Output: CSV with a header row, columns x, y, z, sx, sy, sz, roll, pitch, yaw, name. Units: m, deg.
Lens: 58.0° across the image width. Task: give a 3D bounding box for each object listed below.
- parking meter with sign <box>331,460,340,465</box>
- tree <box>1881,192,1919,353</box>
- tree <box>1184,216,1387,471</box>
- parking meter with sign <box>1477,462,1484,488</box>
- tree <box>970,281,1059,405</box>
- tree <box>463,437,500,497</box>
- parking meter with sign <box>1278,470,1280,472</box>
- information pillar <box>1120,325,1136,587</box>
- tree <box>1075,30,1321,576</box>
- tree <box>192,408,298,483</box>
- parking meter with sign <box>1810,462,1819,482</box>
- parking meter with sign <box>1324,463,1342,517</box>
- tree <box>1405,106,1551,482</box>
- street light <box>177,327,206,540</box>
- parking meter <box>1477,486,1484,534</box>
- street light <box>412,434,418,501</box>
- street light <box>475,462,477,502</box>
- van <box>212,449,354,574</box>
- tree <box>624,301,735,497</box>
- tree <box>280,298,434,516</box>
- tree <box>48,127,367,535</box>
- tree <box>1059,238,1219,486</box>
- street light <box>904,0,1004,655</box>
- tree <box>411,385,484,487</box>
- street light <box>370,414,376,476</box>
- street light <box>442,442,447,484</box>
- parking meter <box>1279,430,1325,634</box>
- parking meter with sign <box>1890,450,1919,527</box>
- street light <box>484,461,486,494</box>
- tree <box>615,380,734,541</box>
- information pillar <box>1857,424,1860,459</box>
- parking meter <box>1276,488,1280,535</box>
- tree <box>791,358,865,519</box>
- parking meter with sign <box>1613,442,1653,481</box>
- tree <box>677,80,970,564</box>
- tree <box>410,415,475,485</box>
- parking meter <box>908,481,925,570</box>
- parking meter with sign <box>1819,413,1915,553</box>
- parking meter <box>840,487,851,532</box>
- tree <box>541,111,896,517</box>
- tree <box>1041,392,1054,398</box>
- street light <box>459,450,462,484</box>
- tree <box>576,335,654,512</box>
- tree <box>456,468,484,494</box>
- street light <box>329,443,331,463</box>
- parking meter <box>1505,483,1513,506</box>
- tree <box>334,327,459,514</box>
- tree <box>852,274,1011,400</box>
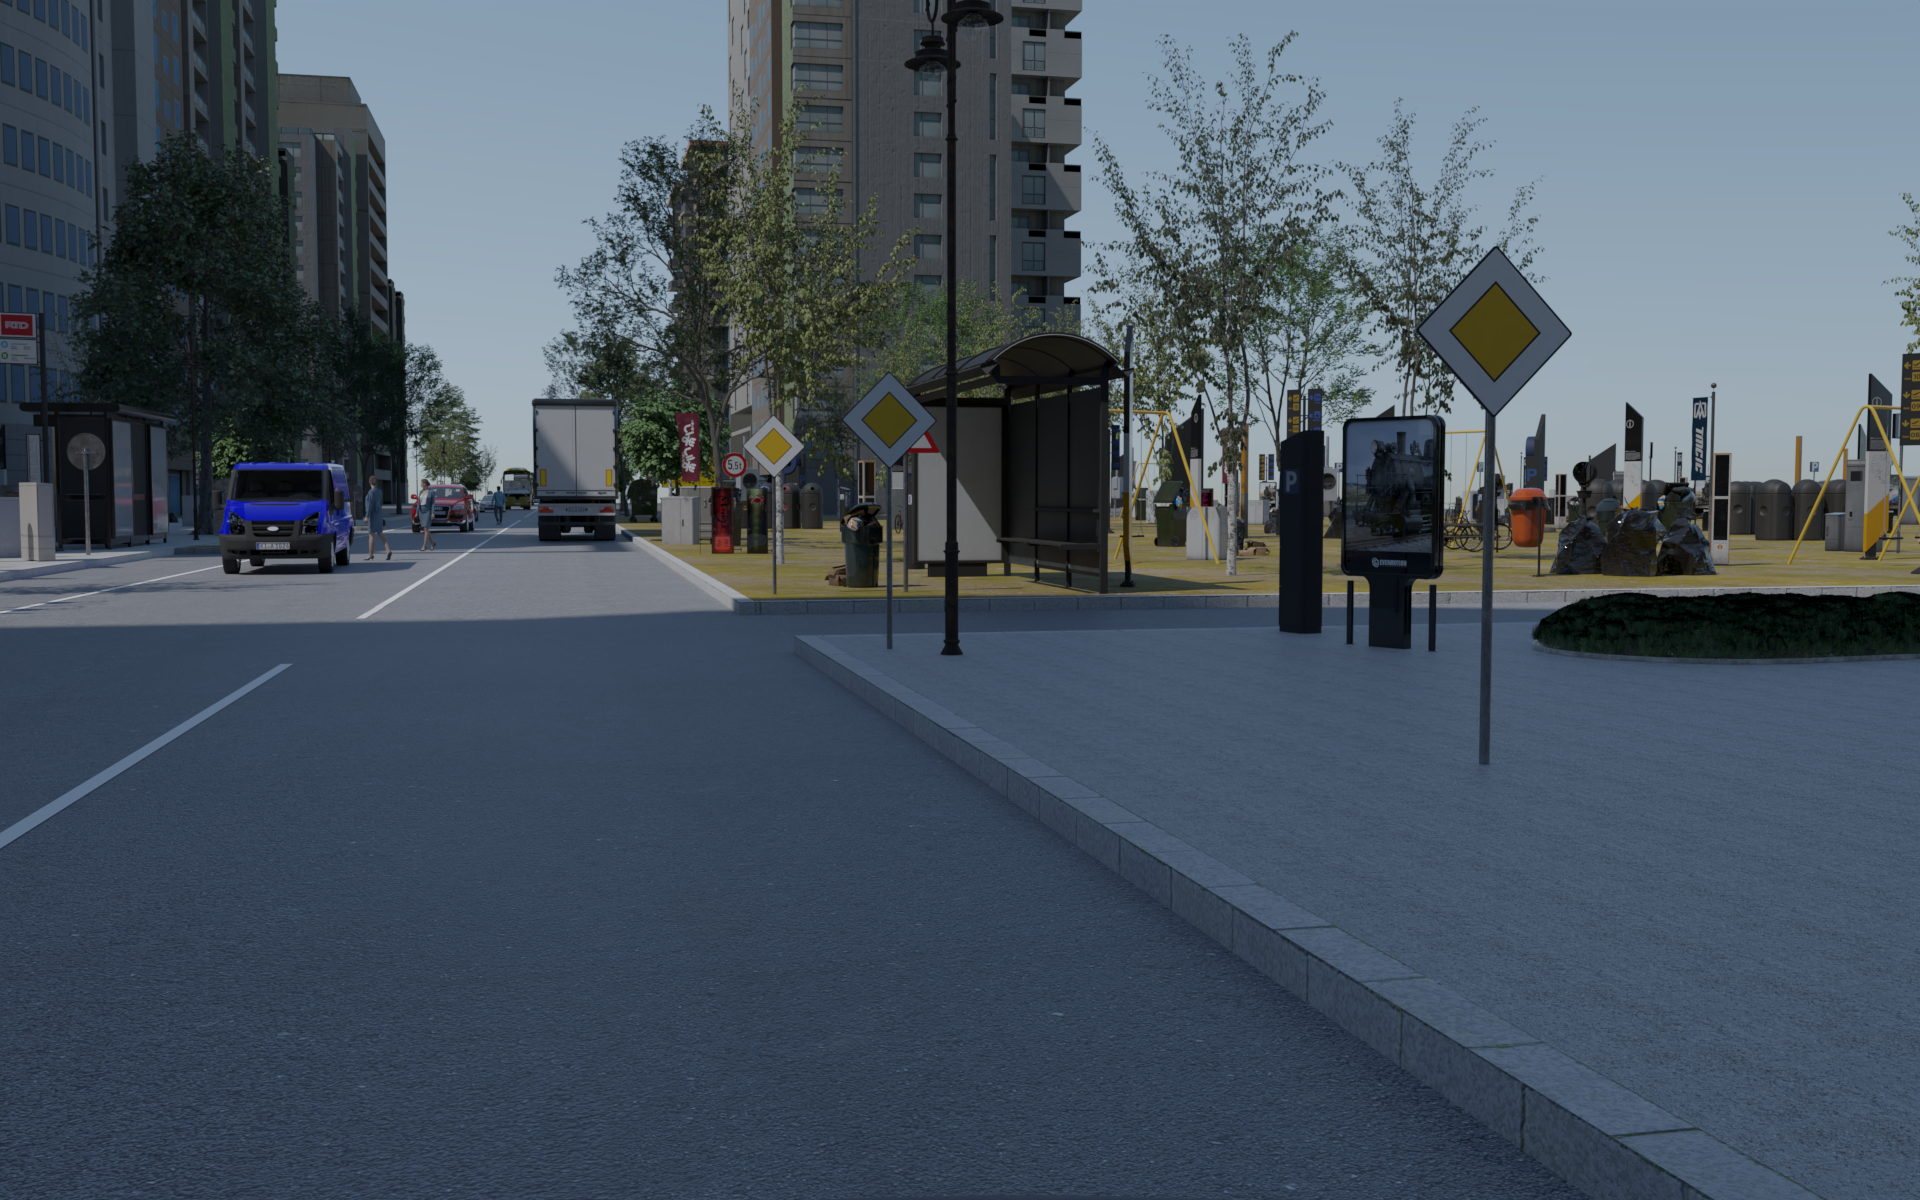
x,y,z,sx,sy,sz,roll,pitch,yaw,name
-32.392,-5.643,88.523,1.738,3.016,0.543,3,5,40,parking meter with sign
22.937,-5.425,39.064,4.737,8.622,4.395,0,3,0,tree
12.316,-8.576,65.965,9.928,11.665,9.643,0,3,0,tree
28.766,-5.938,93.355,0.543,3.016,1.738,-3,5,-43,parking meter with sign
1.012,-6.648,59.061,4.737,8.622,4.395,0,3,0,tree
-61.204,-16.388,218.307,4.360,8.622,3.978,0,3,0,tree
17.785,-5.921,93.075,0.543,3.016,1.738,3,5,44,parking meter with sign
2.313,-1.987,23.836,0.183,3.616,0.504,1,4,11,information pillar
4.045,-4.687,26.994,4.360,8.622,3.978,0,3,0,tree
-25.969,-4.863,63.220,4.285,4.588,4.351,0,3,0,tree
46.310,-5.893,92.615,0.543,3.016,1.738,-1,4,-19,parking meter with sign
20.710,-6.143,96.694,0.543,3.016,1.738,-1,4,-19,parking meter with sign
8.902,-5.053,32.975,4.360,8.622,3.978,0,3,0,tree
-21.274,-4.604,48.067,0.468,5.910,1.993,-1,4,-13,street light
18.140,-3.161,60.092,0.372,1.533,0.369,0,3,0,parking meter
-38.350,-9.143,122.281,0.468,5.910,1.993,-1,4,-13,street light
-56.990,-14.118,203.615,0.468,5.910,1.993,-1,4,-13,street light
-12.762,-1.748,32.962,2.240,2.365,5.245,-1,4,-15,van
-10.949,-7.078,66.081,4.360,8.622,3.978,0,3,0,tree
-29.397,-9.020,81.896,7.601,10.594,8.767,0,4,-3,tree
-23.713,-8.408,54.482,9.611,12.733,9.660,0,3,0,tree
5.586,-6.039,49.100,4.737,8.622,4.395,0,3,0,tree
-0.066,-2.501,13.677,0.468,5.910,1.993,-1,4,-13,street light
-53.284,-16.037,180.324,7.486,12.596,7.792,0,3,0,tree
-31.863,-7.418,94.070,0.468,5.910,1.993,-1,4,-13,street light
-44.988,-10.906,151.101,0.468,5.910,1.993,-1,4,-13,street light
3.157,-0.632,16.043,0.255,1.863,0.399,-2,4,-26,parking meter
39.675,-4.647,72.239,1.738,3.016,0.543,3,5,44,parking meter with sign
-63.731,-15.895,232.667,0.468,5.910,1.993,-1,4,-13,street light
-7.849,-3.917,47.752,4.285,4.588,4.351,0,3,0,tree
30.108,-4.070,57.896,0.504,3.616,0.183,-3,5,-40,information pillar
10.001,-2.772,53.734,0.372,1.533,0.369,0,3,0,parking meter
-6.327,-8.429,88.183,4.360,8.622,3.978,0,3,0,tree
22.327,-3.792,58.266,1.738,3.016,0.543,1,4,18,parking meter with sign
-3.097,-4.954,31.355,4.737,8.622,4.395,0,3,0,tree
-48.237,-12.792,159.517,4.737,8.622,4.395,0,3,0,tree
-0.783,-1.295,29.579,0.372,1.533,0.369,0,3,0,parking meter
19.986,-2.566,38.223,0.543,3.016,1.738,-2,4,-26,parking meter with sign
-3.901,-3.082,58.794,0.372,1.533,0.369,0,3,0,parking meter
-5.729,-6.560,41.661,8.767,10.594,7.601,0,4,-4,tree
5.449,-7.378,70.994,4.360,8.622,3.978,0,3,0,tree
-50.546,-12.374,175.096,0.468,5.910,1.993,-1,4,-13,street light
-24.559,-12.592,124.009,7.486,12.596,7.792,0,3,0,tree
-58.904,-13.744,208.435,4.285,4.588,4.351,0,3,0,tree
-27.920,-6.358,76.748,0.468,5.910,1.993,-1,4,-13,street light
28.525,-5.154,89.978,0.255,1.863,0.399,3,5,43,parking meter
-35.696,-11.229,109.350,9.928,11.665,9.643,0,3,0,tree
-1.301,-9.566,82.157,9.928,11.665,9.643,0,3,0,tree
